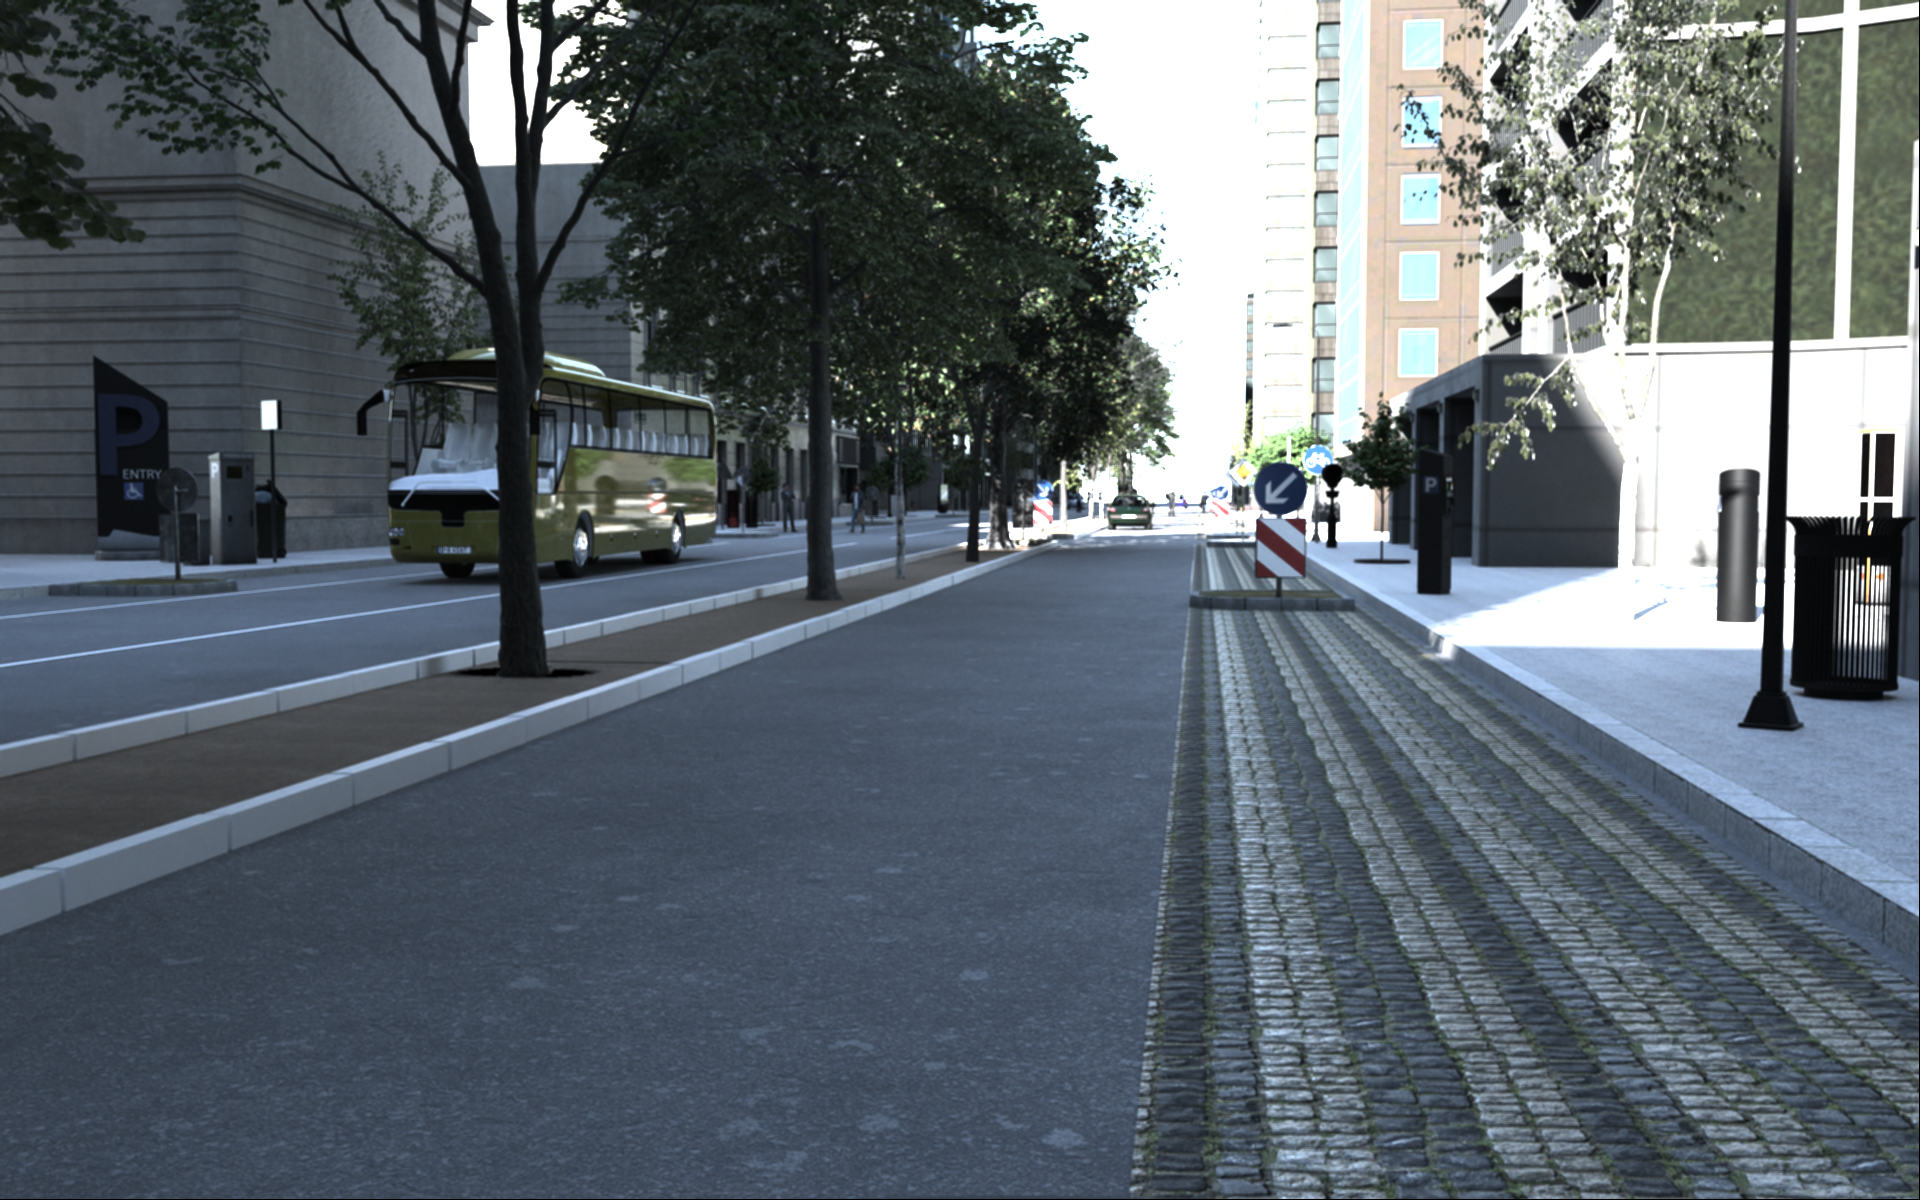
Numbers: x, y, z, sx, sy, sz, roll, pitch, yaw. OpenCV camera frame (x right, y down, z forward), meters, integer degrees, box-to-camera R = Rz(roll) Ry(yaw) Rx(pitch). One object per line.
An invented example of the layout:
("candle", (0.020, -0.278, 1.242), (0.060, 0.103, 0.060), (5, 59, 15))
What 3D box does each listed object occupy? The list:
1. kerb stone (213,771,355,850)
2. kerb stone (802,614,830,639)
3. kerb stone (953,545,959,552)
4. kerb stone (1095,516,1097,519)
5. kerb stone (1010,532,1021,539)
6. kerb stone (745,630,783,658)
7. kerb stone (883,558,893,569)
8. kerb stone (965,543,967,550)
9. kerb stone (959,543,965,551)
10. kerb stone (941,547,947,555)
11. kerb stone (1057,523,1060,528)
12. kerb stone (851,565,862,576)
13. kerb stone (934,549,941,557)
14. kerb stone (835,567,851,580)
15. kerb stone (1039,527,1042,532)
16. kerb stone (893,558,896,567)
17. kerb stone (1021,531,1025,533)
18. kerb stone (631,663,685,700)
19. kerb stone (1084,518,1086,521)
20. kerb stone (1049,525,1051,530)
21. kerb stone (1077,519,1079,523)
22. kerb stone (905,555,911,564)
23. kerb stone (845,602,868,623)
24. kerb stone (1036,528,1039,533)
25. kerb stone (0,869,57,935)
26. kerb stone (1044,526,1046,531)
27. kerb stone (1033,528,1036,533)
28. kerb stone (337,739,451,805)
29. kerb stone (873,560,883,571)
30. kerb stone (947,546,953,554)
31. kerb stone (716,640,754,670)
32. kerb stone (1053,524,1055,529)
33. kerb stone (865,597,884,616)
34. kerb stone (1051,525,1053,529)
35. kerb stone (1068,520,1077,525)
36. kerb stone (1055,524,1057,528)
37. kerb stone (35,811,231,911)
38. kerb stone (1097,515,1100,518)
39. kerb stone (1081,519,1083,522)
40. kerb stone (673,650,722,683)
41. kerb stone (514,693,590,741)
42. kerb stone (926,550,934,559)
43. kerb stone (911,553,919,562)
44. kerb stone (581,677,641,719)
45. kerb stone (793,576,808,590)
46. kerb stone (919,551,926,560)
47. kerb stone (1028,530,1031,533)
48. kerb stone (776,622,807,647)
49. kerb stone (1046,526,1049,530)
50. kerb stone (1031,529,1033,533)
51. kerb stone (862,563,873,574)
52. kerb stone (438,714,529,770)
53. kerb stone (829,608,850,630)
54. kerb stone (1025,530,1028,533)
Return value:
("kerb stone", (-2.918, 0.905, 7.465), (0.120, 0.150, 1.000), (0, 4, 8))
("kerb stone", (-1.511, 0.282, 17.608), (0.120, 0.150, 1.000), (0, 4, 8))
("kerb stone", (-0.210, -1.229, 42.284), (0.120, 0.150, 1.000), (0, 4, 8))
("kerb stone", (7.468, -4.614, 97.627), (0.120, 0.150, 1.000), (0, 4, 8))
("kerb stone", (1.831, -2.131, 57.040), (0.120, 0.150, 1.000), (0, 4, 8))
("kerb stone", (-1.792, 0.405, 15.571), (0.120, 0.150, 1.000), (0, 4, 8))
("kerb stone", (-1.483, -0.669, 33.128), (0.120, 0.150, 1.000), (0, 4, 8))
("kerb stone", (0.073, -1.347, 44.317), (0.120, 0.150, 1.000), (0, 4, 8))
("kerb stone", (-0.069, -1.289, 43.302), (0.120, 0.150, 1.000), (0, 4, 8))
("kerb stone", (-0.495, -1.103, 40.260), (0.120, 0.150, 1.000), (0, 4, 8))
("kerb stone", (3.952, -3.060, 72.292), (0.120, 0.150, 1.000), (0, 4, 8))
("kerb stone", (-1.908, -0.479, 30.082), (0.120, 0.150, 1.000), (0, 4, 8))
("kerb stone", (-0.630, -1.043, 39.242), (0.120, 0.150, 1.000), (0, 4, 8))
("kerb stone", (-2.035, -0.420, 29.067), (0.120, 0.150, 1.000), (0, 4, 8))
("kerb stone", (2.822, -2.566, 64.152), (0.120, 0.150, 1.000), (0, 4, 8))
("kerb stone", (-1.345, -0.731, 34.141), (0.120, 0.150, 1.000), (0, 4, 8))
("kerb stone", (1.979, -2.190, 58.057), (0.120, 0.150, 1.000), (0, 4, 8))
("kerb stone", (-2.216, 0.595, 12.528), (0.120, 0.150, 1.000), (0, 4, 8))
("kerb stone", (6.199, -4.048, 88.502), (0.120, 0.150, 1.000), (0, 4, 8))
("kerb stone", (3.388, -2.815, 68.224), (0.120, 0.150, 1.000), (0, 4, 8))
("kerb stone", (5.495, -3.745, 83.440), (0.120, 0.150, 1.000), (0, 4, 8))
("kerb stone", (-1.194, -0.793, 35.168), (0.120, 0.150, 1.000), (0, 4, 8))
("kerb stone", (-1.226, 0.156, 19.642), (0.120, 0.150, 1.000), (0, 4, 8))
("kerb stone", (2.687, -2.504, 63.132), (0.120, 0.150, 1.000), (0, 4, 8))
("kerb stone", (-3.201, 1.027, 5.432), (0.120, 0.150, 1.000), (0, 4, 8))
("kerb stone", (3.097, -2.690, 66.182), (0.120, 0.150, 1.000), (0, 4, 8))
("kerb stone", (2.536, -2.442, 62.119), (0.120, 0.150, 1.000), (0, 4, 8))
("kerb stone", (-2.777, 0.841, 8.477), (0.120, 0.150, 1.000), (0, 4, 8))
("kerb stone", (-1.628, -0.606, 32.114), (0.120, 0.150, 1.000), (0, 4, 8))
("kerb stone", (-0.354, -1.158, 41.272), (0.120, 0.150, 1.000), (0, 4, 8))
("kerb stone", (-1.936, 0.472, 14.559), (0.120, 0.150, 1.000), (0, 4, 8))
("kerb stone", (3.658, -2.940, 70.266), (0.120, 0.150, 1.000), (0, 4, 8))
("kerb stone", (-1.085, 0.096, 20.656), (0.120, 0.150, 1.000), (0, 4, 8))
("kerb stone", (3.532, -2.877, 69.244), (0.120, 0.150, 1.000), (0, 4, 8))
("kerb stone", (5.353, -3.684, 82.428), (0.120, 0.150, 1.000), (0, 4, 8))
("kerb stone", (3.806, -3.002, 71.280), (0.120, 0.150, 1.000), (0, 4, 8))
("kerb stone", (-3.058, 0.963, 6.445), (0.120, 0.150, 1.000), (0, 4, 8))
("kerb stone", (8.161, -4.920, 102.695), (0.120, 0.150, 1.000), (0, 4, 8))
("kerb stone", (5.923, -3.932, 86.476), (0.120, 0.150, 1.000), (0, 4, 8))
("kerb stone", (-2.075, 0.529, 13.546), (0.120, 0.150, 1.000), (0, 4, 8))
("kerb stone", (-2.494, 0.715, 10.502), (0.120, 0.150, 1.000), (0, 4, 8))
("kerb stone", (-0.773, -0.980, 38.224), (0.120, 0.150, 1.000), (0, 4, 8))
("kerb stone", (-1.052, -0.856, 36.193), (0.120, 0.150, 1.000), (0, 4, 8))
("kerb stone", (-2.354, 0.656, 11.515), (0.120, 0.150, 1.000), (0, 4, 8))
("kerb stone", (-2.462, -0.230, 26.012), (0.120, 0.150, 1.000), (0, 4, 8))
("kerb stone", (-0.913, -0.915, 37.206), (0.120, 0.150, 1.000), (0, 4, 8))
("kerb stone", (2.253, -2.317, 60.086), (0.120, 0.150, 1.000), (0, 4, 8))
("kerb stone", (-1.656, 0.343, 16.584), (0.120, 0.150, 1.000), (0, 4, 8))
("kerb stone", (3.238, -2.753, 67.211), (0.120, 0.150, 1.000), (0, 4, 8))
("kerb stone", (2.394, -2.378, 61.102), (0.120, 0.150, 1.000), (0, 4, 8))
("kerb stone", (-1.761, -0.545, 31.099), (0.120, 0.150, 1.000), (0, 4, 8))
("kerb stone", (-2.627, 0.779, 9.489), (0.120, 0.150, 1.000), (0, 4, 8))
("kerb stone", (-1.368, 0.227, 18.624), (0.120, 0.150, 1.000), (0, 4, 8))
("kerb stone", (2.120, -2.251, 59.073), (0.120, 0.150, 1.000), (0, 4, 8))
